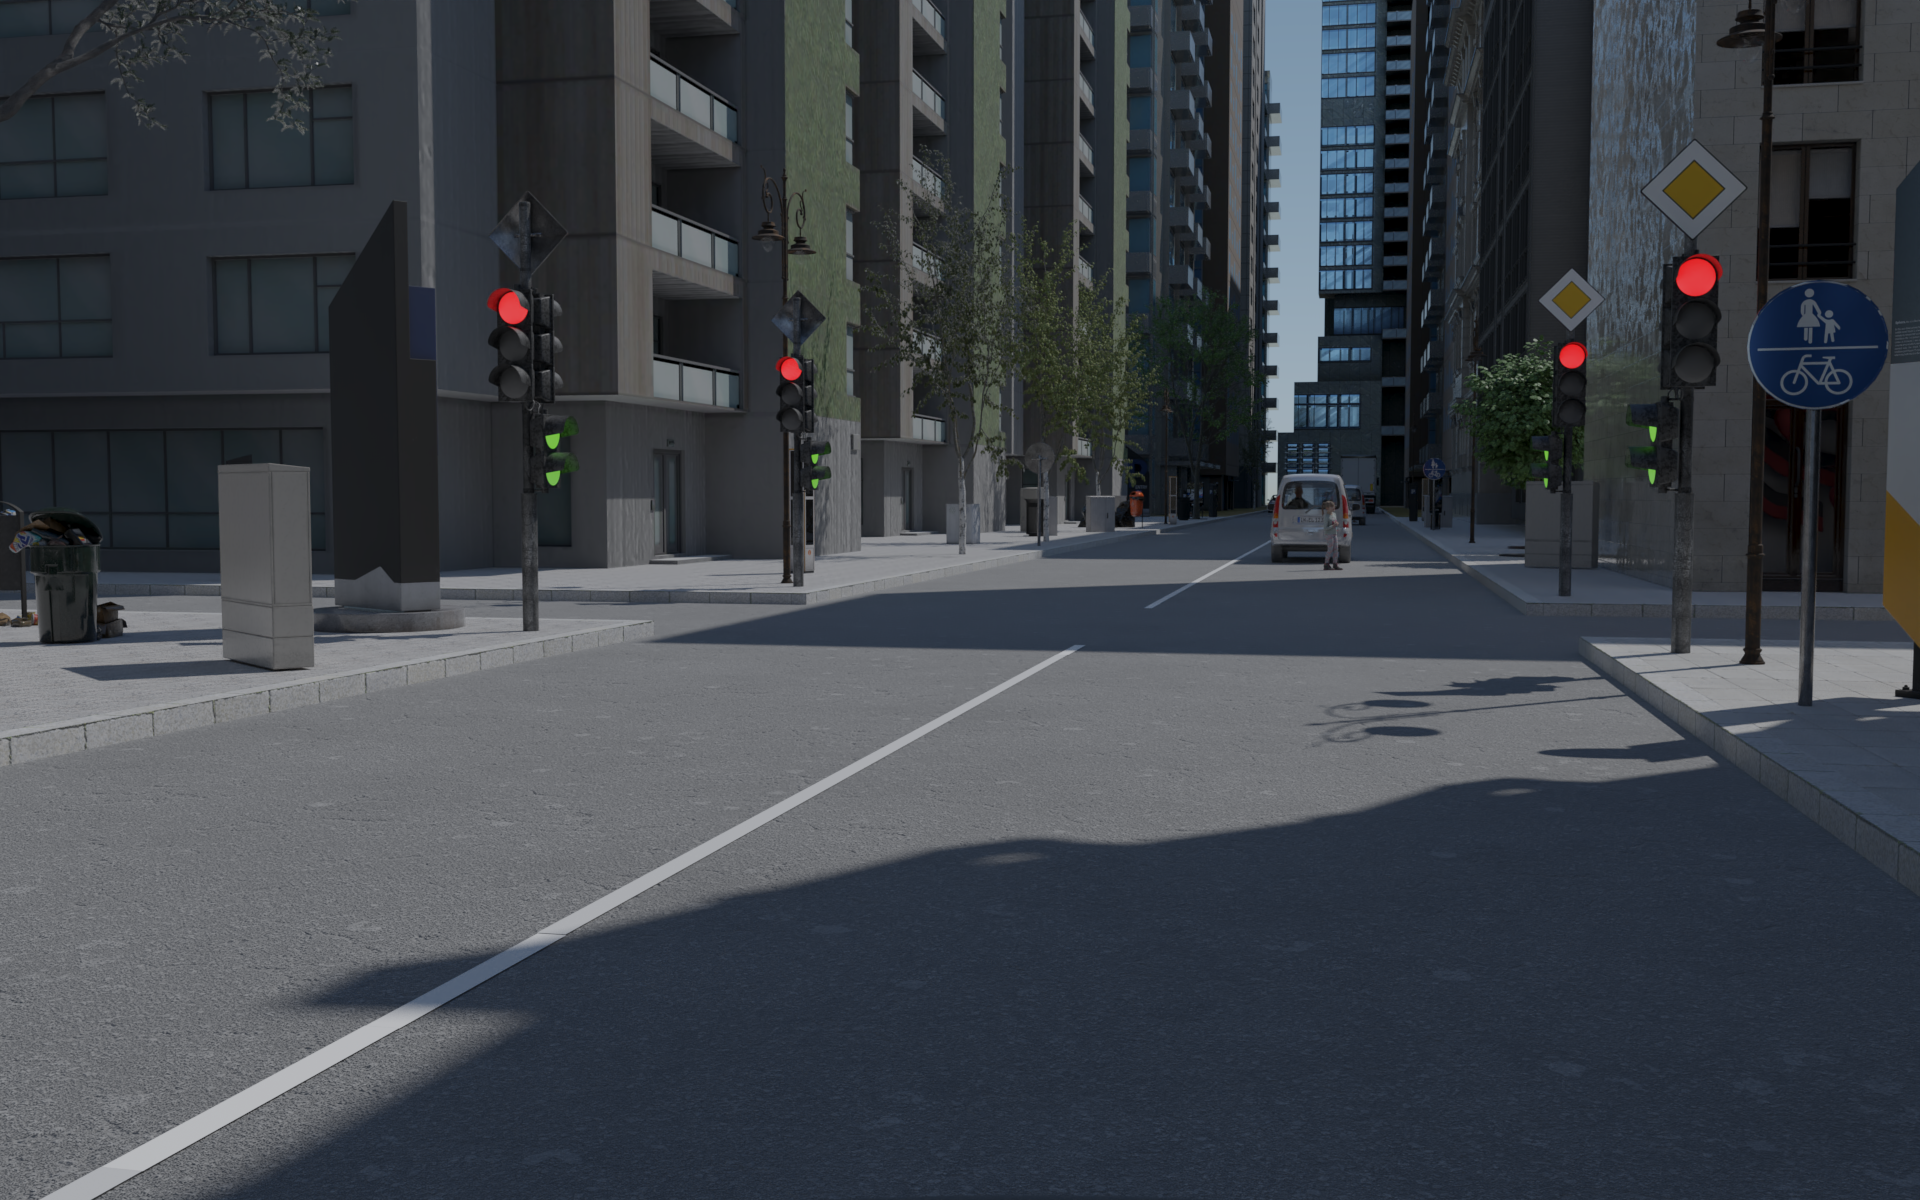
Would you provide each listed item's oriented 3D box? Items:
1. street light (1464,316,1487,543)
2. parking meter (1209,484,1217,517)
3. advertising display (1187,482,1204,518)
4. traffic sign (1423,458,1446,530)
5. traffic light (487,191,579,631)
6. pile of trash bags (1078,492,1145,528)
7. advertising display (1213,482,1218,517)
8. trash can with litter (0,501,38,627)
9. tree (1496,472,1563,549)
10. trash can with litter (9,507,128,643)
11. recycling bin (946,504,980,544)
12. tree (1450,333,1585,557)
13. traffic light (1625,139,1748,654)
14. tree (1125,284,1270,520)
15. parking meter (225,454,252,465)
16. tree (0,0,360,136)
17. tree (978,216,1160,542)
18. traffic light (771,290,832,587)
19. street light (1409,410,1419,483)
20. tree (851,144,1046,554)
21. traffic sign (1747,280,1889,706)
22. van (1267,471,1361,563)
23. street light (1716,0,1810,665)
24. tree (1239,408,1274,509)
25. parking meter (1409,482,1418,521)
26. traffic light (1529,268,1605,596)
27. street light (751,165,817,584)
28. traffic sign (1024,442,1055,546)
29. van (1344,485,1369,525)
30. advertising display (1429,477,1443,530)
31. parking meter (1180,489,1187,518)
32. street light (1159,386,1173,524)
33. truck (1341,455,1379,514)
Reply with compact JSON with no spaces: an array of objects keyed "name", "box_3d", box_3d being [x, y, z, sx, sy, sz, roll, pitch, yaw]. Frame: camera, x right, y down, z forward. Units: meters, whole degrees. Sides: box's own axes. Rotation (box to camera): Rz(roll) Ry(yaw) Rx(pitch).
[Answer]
[{"name":"street light","box_3d":[13.405,-4.426,45.158,0.468,5.910,1.993,1,4,13]},{"name":"parking meter","box_3d":[13.945,-5.495,95.553,0.255,1.863,0.399,-2,4,-33]},{"name":"advertising display","box_3d":[12.809,-5.450,94.322,0.974,1.923,0.123,2,4,30]},{"name":"traffic sign","box_3d":[16.754,-3.737,61.200,0.768,2.556,0.104,1,4,19]},{"name":"traffic light","box_3d":[-4.005,-1.663,16.108,0.839,4.253,0.868,1,4,13]},{"name":"pile of trash bags","box_3d":[5.986,-3.444,66.066,1.912,1.369,3.447,-2,4,-27]},{"name":"advertising display","box_3d":[14.208,-5.571,96.299,0.123,1.923,0.974,0,4,-1]},{"name":"trash can with litter","box_3d":[-9.772,-0.369,17.095,2.233,1.210,1.678,0,4,7]},{"name":"tree","box_3d":[13.528,-2.815,40.621,1.663,3.219,1.824,0,3,0]},{"name":"trash can with litter","box_3d":[-7.787,-0.233,15.203,0.624,1.170,1.055,0,4,-4]},{"name":"recycling bin","box_3d":[0.085,-1.963,44.642,0.722,1.027,0.722,1,4,17]},{"name":"tree","box_3d":[11.789,-3.174,35.606,4.285,4.588,4.351,0,3,0]},{"name":"traffic light","box_3d":[5.807,-1.527,13.887,0.839,4.253,0.868,1,4,13]},{"name":"tree","box_3d":[11.854,-9.891,87.471,9.928,11.665,9.643,0,3,0]},{"name":"parking meter","box_3d":[-10.598,-1.207,25.450,0.399,1.863,0.255,-2,4,-25]},{"name":"tree","box_3d":[-6.135,-6.058,9.427,12.009,13.543,11.850,0,3,0]},{"name":"tree","box_3d":[2.536,-5.869,46.322,4.737,8.622,4.395,0,3,0]},{"name":"traffic light","box_3d":[-2.224,-2.139,23.892,0.839,4.253,0.868,1,4,13]},{"name":"street light","box_3d":[24.624,-7.420,94.103,0.468,5.910,1.993,1,4,13]},{"name":"tree","box_3d":[-0.040,-5.262,36.391,4.360,8.622,3.978,0,3,0]},{"name":"traffic sign","box_3d":[5.125,-0.631,10.425,0.768,2.556,0.104,1,4,18]},{"name":"van","box_3d":[7.640,-1.864,37.495,2.013,2.044,4.112,1,4,13]},{"name":"street light","box_3d":[5.986,-2.454,12.909,0.468,5.910,1.993,1,4,13]},{"name":"tree","box_3d":[24.585,-11.934,145.482,4.360,8.622,3.978,0,3,0]},{"name":"parking meter","box_3d":[21.277,-4.623,81.303,0.399,1.863,0.255,2,4,26]},{"name":"traffic light","box_3d":[7.588,-2.003,21.672,0.839,4.253,0.868,1,4,13]},{"name":"street light","box_3d":[-2.490,-3.178,24.741,0.468,5.910,1.993,1,4,13]},{"name":"traffic sign","box_3d":[1.949,-2.605,42.696,0.768,2.556,0.104,1,4,15]},{"name":"van","box_3d":[18.033,-4.506,80.687,2.013,2.044,4.112,1,4,12]},{"name":"advertising display","box_3d":[17.205,-3.511,62.615,0.123,1.923,0.974,2,4,35]},{"name":"parking meter","box_3d":[11.667,-5.016,90.423,0.372,1.533,0.369,0,3,0]},{"name":"street light","box_3d":[8.836,-6.202,74.191,0.468,5.910,1.993,1,4,13]},{"name":"truck","box_3d":[29.825,-8.591,129.374,2.839,4.237,11.283,1,4,14]}]
